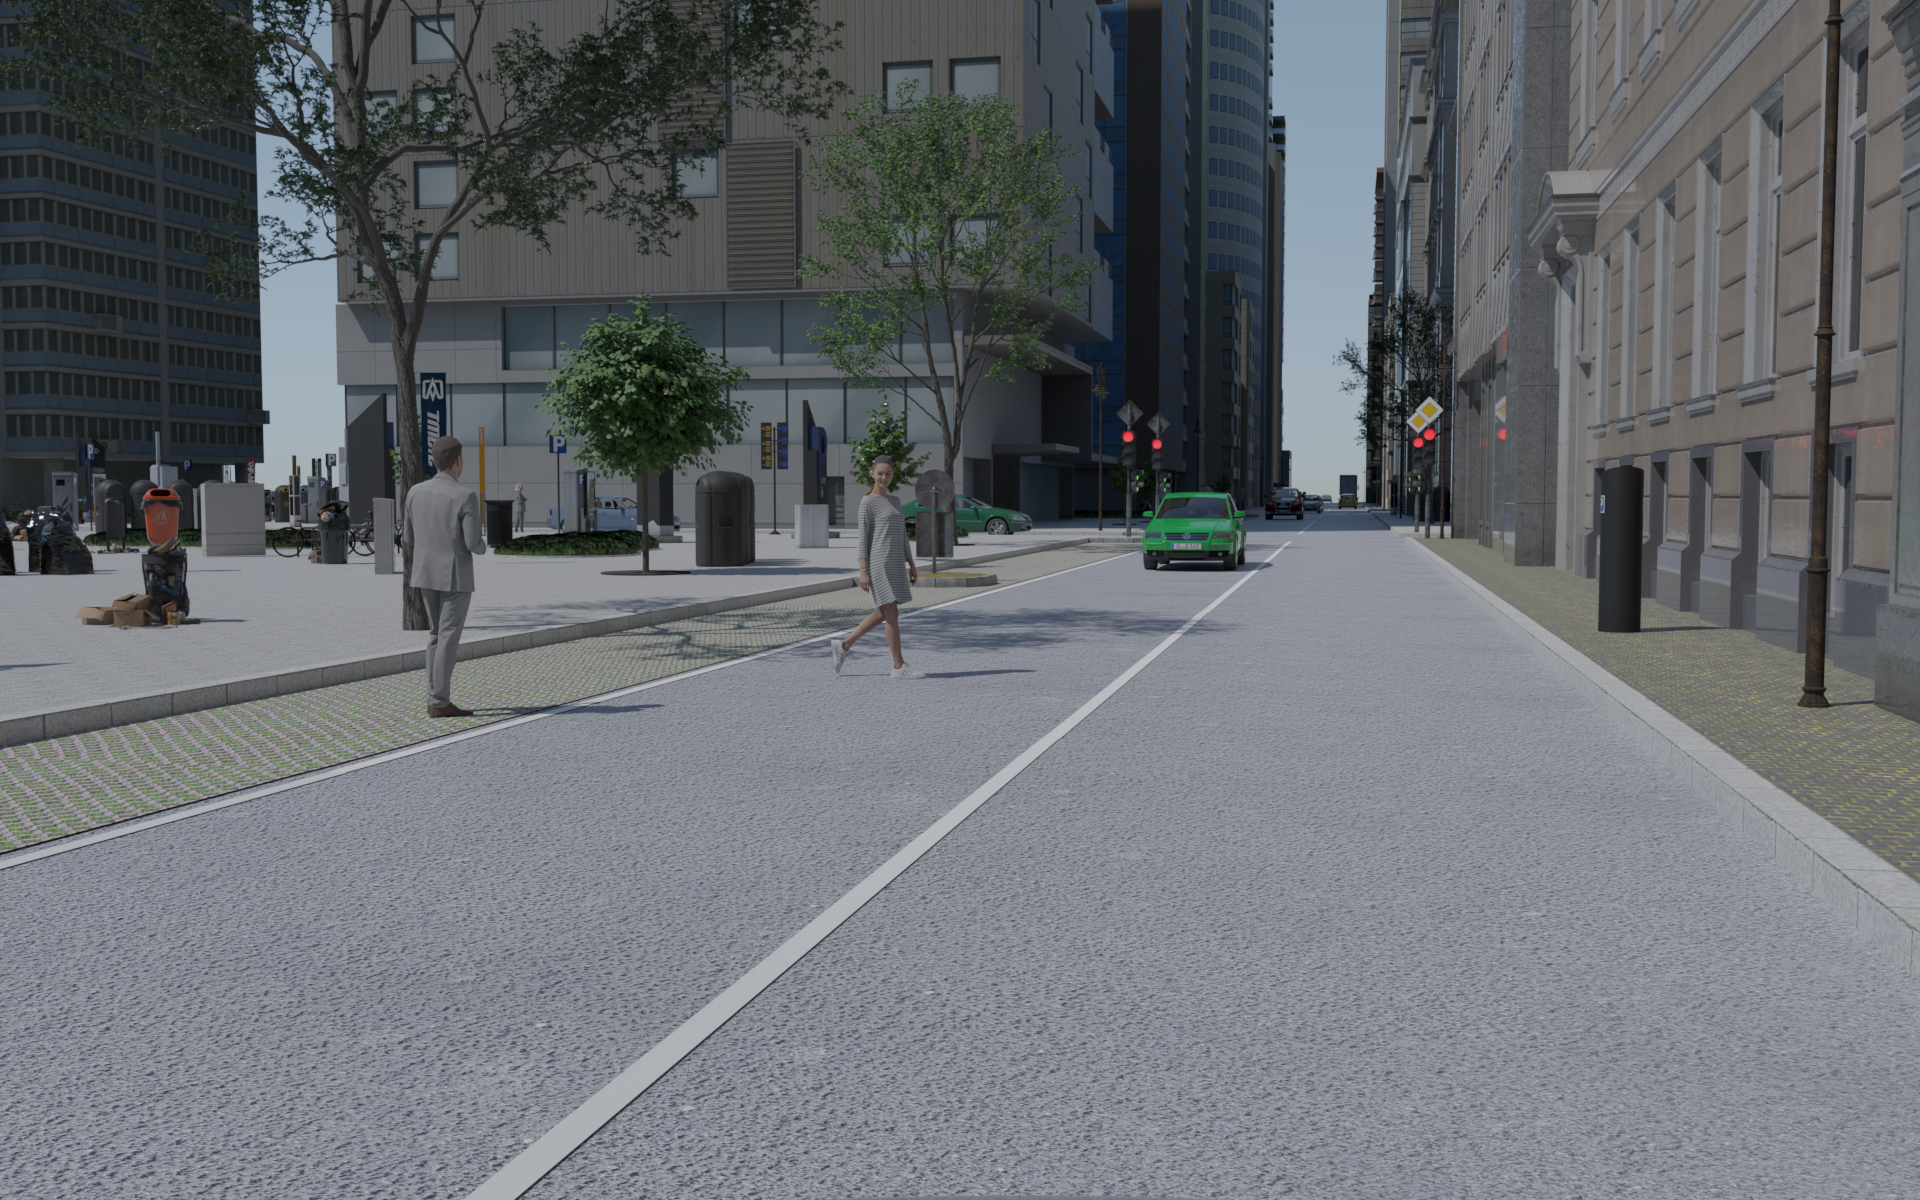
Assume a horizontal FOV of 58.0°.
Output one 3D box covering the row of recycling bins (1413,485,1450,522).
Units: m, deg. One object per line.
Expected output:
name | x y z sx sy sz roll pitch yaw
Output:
row of recycling bins | 22.755 -4.465 80.112 3.534 1.692 1.069 2 4 25

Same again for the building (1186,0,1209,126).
building | 10.004 -26.912 123.613 14.154 41.232 14.086 1 4 13

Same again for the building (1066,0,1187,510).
building | 5.668 -27.627 101.809 14.600 45.320 14.200 1 4 13

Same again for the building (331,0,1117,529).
building | -8.043 -29.719 75.138 28.713 52.752 27.495 1 4 13

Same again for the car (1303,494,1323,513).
car | 26.360 -7.255 130.629 2.014 1.417 4.499 1 4 13

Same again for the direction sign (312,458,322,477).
direction sign | -40.585 -7.177 109.337 0.876 3.537 0.379 2 4 30

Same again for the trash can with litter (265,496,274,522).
trash can with litter | -31.989 -4.194 79.966 0.624 1.170 1.055 -1 4 -19

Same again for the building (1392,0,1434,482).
building | 42.259 -27.878 139.407 14.154 41.232 14.086 1 4 13

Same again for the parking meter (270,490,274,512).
parking meter | -48.720 -6.989 122.685 0.372 1.533 0.369 0 3 0

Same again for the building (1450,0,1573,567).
building | 17.877 -13.478 38.382 12.078 24.808 19.932 1 4 13

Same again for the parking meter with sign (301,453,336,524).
parking meter with sign | -27.762 -4.802 74.768 1.738 3.016 0.543 2 4 24

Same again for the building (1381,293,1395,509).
building | 53.630 -19.278 160.237 27.650 21.520 28.899 1 4 13

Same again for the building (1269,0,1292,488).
building | 40.693 -58.471 268.673 22.319 86.520 31.000 1 4 13

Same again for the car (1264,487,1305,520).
car | 18.412 -5.474 98.172 2.281 1.827 5.304 1 4 13

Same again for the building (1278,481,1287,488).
building | 29.690 -33.753 243.735 32.217 40.220 23.993 1 4 13

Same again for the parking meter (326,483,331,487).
parking meter | -32.811 -5.154 89.981 0.255 1.863 0.399 1 4 10

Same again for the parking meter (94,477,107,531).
parking meter | -28.749 -3.197 57.980 0.399 1.863 0.255 2 4 30

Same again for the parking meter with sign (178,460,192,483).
parking meter with sign | -39.707 -5.583 87.544 0.543 3.016 1.738 2 4 27

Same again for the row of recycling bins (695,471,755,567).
row of recycling bins | -4.313 -1.527 32.083 1.069 1.692 3.534 0 4 -4

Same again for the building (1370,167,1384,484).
building | 65.044 -34.925 225.643 22.147 44.769 28.867 1 4 13

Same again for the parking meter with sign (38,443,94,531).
parking meter with sign | -30.839 -3.879 59.690 1.738 3.016 0.543 0 4 -6

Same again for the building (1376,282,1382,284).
building | 75.805 -39.675 268.296 23.786 49.044 30.456 1 4 13

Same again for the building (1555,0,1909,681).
building | 14.338 -14.230 18.571 13.634 28.700 20.117 1 4 13

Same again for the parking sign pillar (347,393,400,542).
parking sign pillar | -15.872 -3.563 46.723 1.447 3.967 1.447 2 4 25

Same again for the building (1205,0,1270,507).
building | 20.214 -38.851 177.208 21.231 58.520 28.212 1 4 13

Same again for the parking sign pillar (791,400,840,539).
parking sign pillar | -4.199 -3.777 50.222 1.447 3.967 1.447 1 4 8

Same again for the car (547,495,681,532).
car | -11.693 -2.856 58.695 4.499 1.417 2.014 1 4 11

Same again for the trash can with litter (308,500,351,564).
trash can with litter | -11.666 -1.251 31.838 1.055 1.170 0.624 3 5 41

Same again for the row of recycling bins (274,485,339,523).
row of recycling bins | -29.189 -4.355 78.322 3.534 1.692 1.069 0 4 -5

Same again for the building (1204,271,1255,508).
building | 10.909 -18.726 151.208 27.650 21.520 28.899 1 4 13

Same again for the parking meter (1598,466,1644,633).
parking meter | 6.153 -0.472 16.121 0.372 1.533 0.369 0 3 0

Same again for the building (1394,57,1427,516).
building | 34.696 -20.590 114.140 11.434 29.767 29.804 1 4 13

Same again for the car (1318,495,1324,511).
car | 29.757 -8.199 146.423 2.083 1.381 4.827 1 4 15

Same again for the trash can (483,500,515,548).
trash can | -10.994 -1.817 41.360 0.748 1.137 0.748 0 3 0

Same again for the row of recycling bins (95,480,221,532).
row of recycling bins | -23.076 -2.633 50.170 3.534 1.692 1.069 -2 4 -31

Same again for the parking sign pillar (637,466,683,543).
parking sign pillar | -8.044 -3.495 45.615 1.447 3.967 1.447 -3 4 -37

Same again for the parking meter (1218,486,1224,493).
parking meter | 18.179 -7.024 120.550 0.255 1.863 0.399 -2 4 -23

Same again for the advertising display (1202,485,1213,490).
advertising display | 17.448 -7.165 122.366 0.974 1.923 0.123 3 5 43

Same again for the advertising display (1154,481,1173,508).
advertising display | 10.213 -5.004 87.034 0.974 1.923 0.123 2 4 28

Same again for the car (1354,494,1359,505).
car | 51.862 -13.331 229.763 2.131 1.459 4.920 1 4 14

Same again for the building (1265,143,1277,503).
building | 28.508 -31.432 197.515 14.154 41.232 14.086 1 4 13

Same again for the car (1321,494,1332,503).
car | 60.102 -16.619 284.079 2.083 1.381 4.827 1 4 12

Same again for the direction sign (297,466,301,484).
direction sign | -52.764 -8.947 138.279 0.379 3.537 0.876 0 4 -6

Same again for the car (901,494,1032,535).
car | -0.047 -2.784 57.314 4.920 1.459 2.131 1 4 11

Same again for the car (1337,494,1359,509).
car | 37.136 -9.518 165.842 2.015 1.641 3.980 1 4 14

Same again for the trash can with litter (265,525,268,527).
trash can with litter | -30.624 -3.811 73.369 2.233 1.210 1.678 2 4 27

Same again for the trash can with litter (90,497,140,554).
trash can with litter | -18.615 -1.613 37.433 1.678 1.210 2.233 1 4 12

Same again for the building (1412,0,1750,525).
building | 30.731 -18.552 89.224 13.634 28.700 20.117 1 4 13

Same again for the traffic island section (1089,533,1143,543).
traffic island section | 5.035 -1.811 51.899 2.009 0.180 2.903 1 4 13

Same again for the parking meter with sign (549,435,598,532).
parking meter with sign | -11.182 -3.308 50.353 1.738 3.016 0.543 3 5 42

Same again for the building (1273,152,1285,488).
building | 34.283 -35.040 223.022 14.600 45.320 14.200 1 4 13

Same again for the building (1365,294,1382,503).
building | 65.534 -29.154 248.366 14.160 30.474 14.107 1 4 13

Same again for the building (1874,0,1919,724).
building | 8.162 -9.235 0.147 9.793 20.994 18.267 1 4 13

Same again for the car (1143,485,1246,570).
car | 4.644 -1.542 34.011 1.959 1.807 4.718 1 4 12

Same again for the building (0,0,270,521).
building | -52.465 -24.278 88.830 23.993 40.220 32.217 1 4 13

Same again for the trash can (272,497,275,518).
trash can | -37.174 -5.065 94.470 0.748 1.137 0.748 0 3 0

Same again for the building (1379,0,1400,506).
building | 56.735 -39.516 188.092 21.231 58.520 28.212 1 4 13

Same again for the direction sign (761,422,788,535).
direction sign | -5.859 -3.838 54.745 0.876 3.537 0.379 1 4 10

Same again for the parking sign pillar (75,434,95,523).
parking sign pillar | -39.430 -5.486 78.175 1.447 3.967 1.447 0 4 -8

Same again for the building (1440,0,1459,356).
building | 27.033 -14.122 59.771 19.941 23.489 11.050 1 4 13
